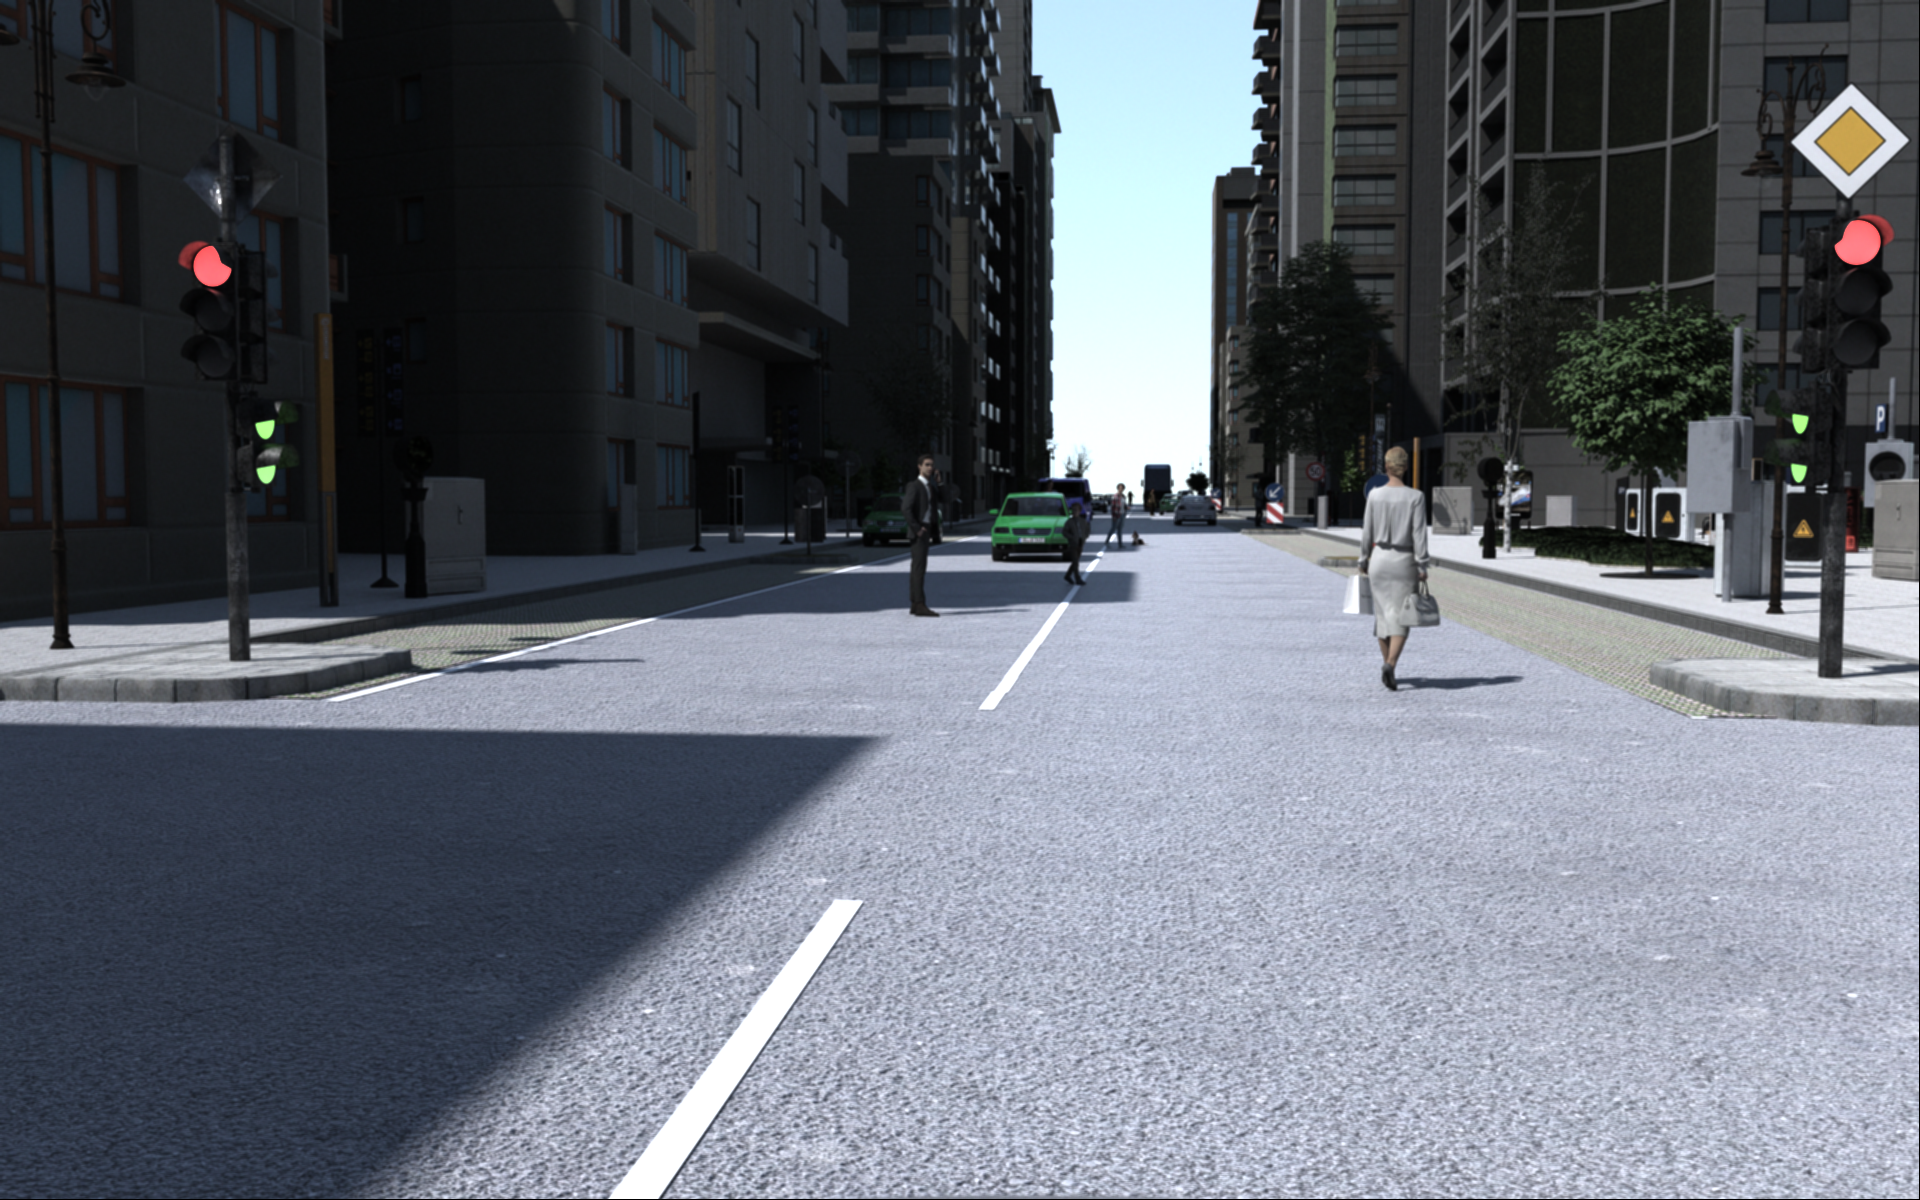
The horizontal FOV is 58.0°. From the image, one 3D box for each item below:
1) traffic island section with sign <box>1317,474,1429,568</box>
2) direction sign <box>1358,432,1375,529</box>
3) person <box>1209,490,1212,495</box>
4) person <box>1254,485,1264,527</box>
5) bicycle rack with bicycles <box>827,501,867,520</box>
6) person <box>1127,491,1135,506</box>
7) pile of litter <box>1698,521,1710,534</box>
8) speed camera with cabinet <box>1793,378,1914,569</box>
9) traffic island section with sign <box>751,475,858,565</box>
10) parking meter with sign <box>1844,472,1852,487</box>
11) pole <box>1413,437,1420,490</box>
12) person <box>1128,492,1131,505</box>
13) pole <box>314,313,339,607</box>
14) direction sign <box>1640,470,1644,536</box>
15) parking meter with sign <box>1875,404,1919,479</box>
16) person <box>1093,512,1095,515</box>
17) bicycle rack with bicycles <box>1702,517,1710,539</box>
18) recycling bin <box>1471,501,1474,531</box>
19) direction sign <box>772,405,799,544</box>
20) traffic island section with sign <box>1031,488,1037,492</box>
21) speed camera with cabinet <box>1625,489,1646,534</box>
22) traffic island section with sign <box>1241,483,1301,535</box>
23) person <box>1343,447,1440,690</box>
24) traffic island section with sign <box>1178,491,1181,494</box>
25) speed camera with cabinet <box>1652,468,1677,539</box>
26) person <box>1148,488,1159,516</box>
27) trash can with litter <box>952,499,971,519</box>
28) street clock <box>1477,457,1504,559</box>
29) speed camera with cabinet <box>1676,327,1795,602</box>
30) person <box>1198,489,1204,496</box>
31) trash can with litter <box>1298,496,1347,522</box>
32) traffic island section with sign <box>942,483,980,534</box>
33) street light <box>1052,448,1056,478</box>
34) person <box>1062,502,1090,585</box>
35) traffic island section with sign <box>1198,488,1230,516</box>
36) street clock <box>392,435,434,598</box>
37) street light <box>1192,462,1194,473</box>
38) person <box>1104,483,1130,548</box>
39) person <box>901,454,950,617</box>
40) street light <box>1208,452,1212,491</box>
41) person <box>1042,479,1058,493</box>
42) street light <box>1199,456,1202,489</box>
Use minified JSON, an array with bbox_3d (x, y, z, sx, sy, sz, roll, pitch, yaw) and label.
[{"bbox_3d":[8.152,-1.576,34.388,1.989,1.847,2.006,0,4,6],"label":"traffic island section with sign"},{"bbox_3d":[14.951,-4.382,63.649,0.379,3.537,0.876,-2,4,-32],"label":"direction sign"},{"bbox_3d":[18.333,-7.145,126.266,0.436,1.711,0.756,0,4,1],"label":"person"},{"bbox_3d":[12.925,-4.044,74.798,0.473,1.802,0.592,1,4,23],"label":"person"},{"bbox_3d":[-5.451,-4.558,87.903,2.852,0.926,2.925,-1,4,-8],"label":"bicycle rack with bicycles"},{"bbox_3d":[20.648,-12.300,209.745,1.348,1.807,0.705,3,5,40],"label":"person"},{"bbox_3d":[24.479,-2.524,55.236,1.719,0.858,1.176,1,4,21],"label":"pile of litter"},{"bbox_3d":[15.191,-2.167,29.768,2.038,3.252,0.660,2,4,35],"label":"speed camera with cabinet"},{"bbox_3d":[-3.174,-1.671,35.947,1.989,1.847,2.006,0,4,6],"label":"traffic island section with sign"},{"bbox_3d":[30.147,-3.858,59.344,1.738,3.016,0.543,1,4,20],"label":"parking meter with sign"},{"bbox_3d":[16.458,-4.198,62.477,0.158,3.312,0.155,0,3,0],"label":"pole"},{"bbox_3d":[23.033,-13.802,234.878,0.721,1.735,1.217,0,4,-6],"label":"person"},{"bbox_3d":[-7.198,-1.579,19.665,0.158,3.312,0.155,0,3,0],"label":"pole"},{"bbox_3d":[18.938,-3.428,48.052,0.379,3.537,0.876,3,4,36],"label":"direction sign"},{"bbox_3d":[18.698,-2.277,33.495,1.738,3.016,0.543,1,4,9],"label":"parking meter with sign"},{"bbox_3d":[6.075,-4.336,84.891,1.012,1.151,0.738,1,4,16],"label":"person"},{"bbox_3d":[22.606,-2.178,48.990,2.925,0.926,2.852,-2,4,-24],"label":"bicycle rack with bicycles"},{"bbox_3d":[17.470,-2.940,60.622,0.722,1.027,0.722,-2,4,-24],"label":"recycling bin"},{"bbox_3d":[-4.448,-3.196,44.246,0.876,3.537,0.379,2,4,35],"label":"direction sign"},{"bbox_3d":[4.964,-6.352,112.479,1.989,1.847,2.006,0,4,6],"label":"traffic island section with sign"},{"bbox_3d":[21.985,-3.719,55.142,0.660,3.252,2.038,0,4,-8],"label":"speed camera with cabinet"},{"bbox_3d":[11.052,-3.248,61.728,1.989,1.847,2.006,0,4,6],"label":"traffic island section with sign"},{"bbox_3d":[3.168,-0.242,12.806,0.694,1.780,0.624,3,5,44],"label":"person"},{"bbox_3d":[27.918,-12.961,220.536,1.989,1.847,2.006,0,4,6],"label":"traffic island section with sign"},{"bbox_3d":[19.277,-3.127,45.459,2.038,3.252,0.660,3,5,41],"label":"speed camera with cabinet"},{"bbox_3d":[12.765,-6.486,114.646,0.705,1.812,1.348,3,4,37],"label":"person"},{"bbox_3d":[0.038,-4.705,88.309,1.055,1.170,0.624,1,4,22],"label":"trash can with litter"},{"bbox_3d":[10.514,-1.821,34.352,0.471,2.002,0.358,-1,4,-17],"label":"street clock"},{"bbox_3d":[9.546,-1.646,21.255,0.660,3.252,2.038,3,5,42],"label":"speed camera with cabinet"},{"bbox_3d":[18.338,-7.584,132.515,1.348,1.822,0.705,-3,4,-38],"label":"person"},{"bbox_3d":[16.644,-4.189,79.547,2.233,1.210,1.678,1,4,9],"label":"trash can with litter"},{"bbox_3d":[-0.302,-3.322,62.939,1.989,1.847,2.006,0,4,6],"label":"traffic island section with sign"},{"bbox_3d":[9.286,-12.214,172.492,0.468,5.910,1.993,0,4,6],"label":"street light"},{"bbox_3d":[1.845,-0.892,27.362,0.475,1.303,0.640,-2,4,-34],"label":"person"},{"bbox_3d":[16.285,-6.263,111.030,1.989,1.847,2.006,0,4,6],"label":"traffic island section with sign"},{"bbox_3d":[-6.719,-1.025,21.333,0.358,2.002,0.471,2,4,27],"label":"street clock"},{"bbox_3d":[32.851,-16.626,244.618,0.468,5.910,1.993,0,4,6],"label":"street light"},{"bbox_3d":[4.220,-2.262,46.328,0.643,1.720,0.563,3,5,44],"label":"person"},{"bbox_3d":[-0.395,-0.775,20.526,0.474,1.900,0.648,1,4,15],"label":"person"},{"bbox_3d":[25.517,-12.442,176.217,0.468,5.910,1.993,0,4,6],"label":"street light"},{"bbox_3d":[2.277,-2.213,44.769,0.616,1.811,0.778,-1,4,-10],"label":"person"},{"bbox_3d":[29.134,-14.502,209.889,0.468,5.910,1.993,0,4,6],"label":"street light"}]
